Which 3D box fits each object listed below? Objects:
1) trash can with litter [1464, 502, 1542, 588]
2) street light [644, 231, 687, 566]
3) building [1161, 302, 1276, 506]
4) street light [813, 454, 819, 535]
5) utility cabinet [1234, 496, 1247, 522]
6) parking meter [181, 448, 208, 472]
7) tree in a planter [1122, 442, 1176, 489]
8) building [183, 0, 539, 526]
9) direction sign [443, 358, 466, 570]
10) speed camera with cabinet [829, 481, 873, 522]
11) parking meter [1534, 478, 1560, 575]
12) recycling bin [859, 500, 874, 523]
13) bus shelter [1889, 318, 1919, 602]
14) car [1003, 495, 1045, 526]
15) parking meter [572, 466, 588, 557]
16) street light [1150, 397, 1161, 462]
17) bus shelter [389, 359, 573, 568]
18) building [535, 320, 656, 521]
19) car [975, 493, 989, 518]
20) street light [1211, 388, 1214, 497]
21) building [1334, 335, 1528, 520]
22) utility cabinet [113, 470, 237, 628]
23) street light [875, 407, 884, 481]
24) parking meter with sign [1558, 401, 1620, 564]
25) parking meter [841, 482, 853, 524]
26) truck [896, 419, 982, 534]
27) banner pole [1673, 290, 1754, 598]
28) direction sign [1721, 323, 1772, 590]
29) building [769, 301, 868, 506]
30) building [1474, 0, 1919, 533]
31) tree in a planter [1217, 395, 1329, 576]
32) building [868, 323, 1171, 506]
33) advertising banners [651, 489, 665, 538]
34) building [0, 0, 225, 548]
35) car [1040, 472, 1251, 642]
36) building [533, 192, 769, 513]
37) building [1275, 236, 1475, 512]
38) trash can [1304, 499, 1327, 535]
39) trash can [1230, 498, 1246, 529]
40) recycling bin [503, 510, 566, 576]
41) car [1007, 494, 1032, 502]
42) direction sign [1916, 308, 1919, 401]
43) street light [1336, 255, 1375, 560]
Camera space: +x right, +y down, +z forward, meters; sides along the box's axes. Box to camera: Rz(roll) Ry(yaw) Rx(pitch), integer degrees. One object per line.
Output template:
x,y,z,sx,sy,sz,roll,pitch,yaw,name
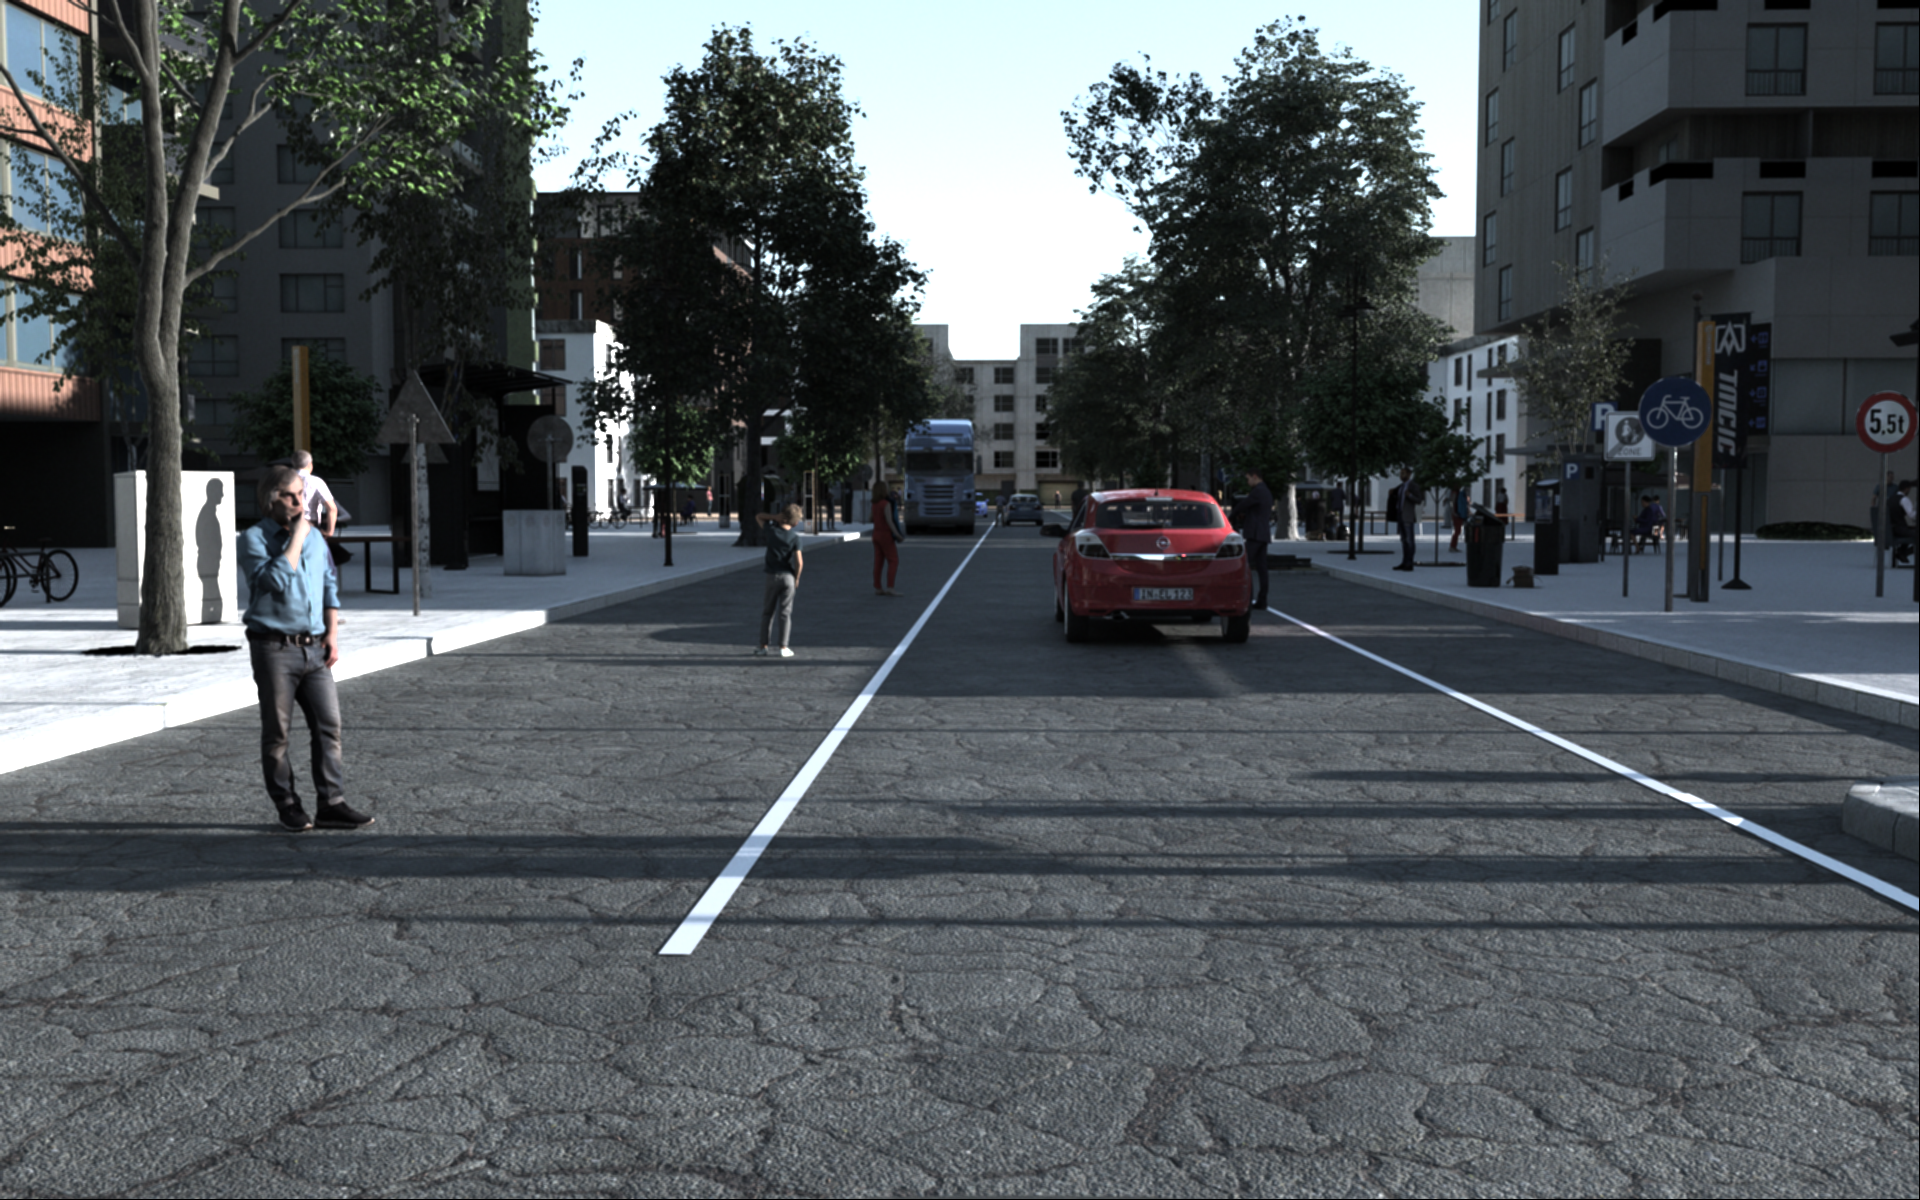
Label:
7.504,-0.768,23.945,1.055,1.170,0.624,1,4,17,trash can with litter
-5.207,-3.546,30.763,0.468,5.910,1.993,0,4,2,street light
39.585,-21.301,192.252,32.646,21.610,27.936,0,4,2,building
-4.522,-4.981,54.227,0.468,5.910,1.993,0,4,2,street light
12.065,-3.808,73.422,1.020,1.237,0.306,-3,5,-39,utility cabinet
-9.591,-0.975,21.653,0.399,1.863,0.255,-3,4,-37,parking meter
6.404,-3.762,58.729,1.991,3.239,1.994,0,4,2,tree in a planter
-27.202,-23.922,74.716,14.154,41.232,14.086,0,4,2,building
-8.568,-2.279,29.266,0.379,3.537,0.876,0,4,-5,direction sign
-5.078,-5.280,80.665,2.038,3.252,0.660,0,4,-7,speed camera with cabinet
9.337,-1.171,27.551,0.372,1.533,0.369,0,3,0,parking meter
-3.974,-3.908,76.444,0.722,1.027,0.722,3,4,36,recycling bin
10.228,-1.267,14.634,2.014,3.302,5.546,0,4,2,bus shelter
2.916,-4.139,79.678,2.014,1.417,4.499,0,4,0,car
-7.829,-1.833,35.685,0.255,1.863,0.399,-2,4,-24,parking meter
9.120,-6.622,81.060,0.468,5.910,1.993,0,4,2,street light
-9.019,-2.563,33.186,1.731,3.624,6.357,0,4,2,bus shelter
-21.572,-9.515,97.715,9.099,9.664,28.070,0,4,2,building
0.842,-5.947,106.822,1.945,1.707,3.694,0,4,0,car
8.331,-5.162,57.194,0.468,5.910,1.993,0,4,2,street light
28.191,-9.538,98.086,9.099,9.664,28.070,0,4,2,building
-7.610,-0.498,16.820,0.318,1.500,1.173,1,4,23,utility cabinet
-3.721,-6.445,78.169,0.468,5.910,1.993,0,4,2,street light
11.563,-2.204,32.302,1.738,3.016,0.543,-3,4,-39,parking meter with sign
-4.874,-4.267,75.484,0.399,1.863,0.255,0,4,3,parking meter
-0.672,-4.804,68.310,2.967,4.110,18.799,0,4,0,truck
9.243,-1.910,21.251,0.863,3.779,0.401,3,5,39,banner pole
10.514,-1.917,23.347,0.379,3.537,0.876,-2,4,-24,direction sign
-25.804,-21.410,194.025,32.646,21.610,27.936,0,4,2,building
36.818,-29.160,66.009,28.713,52.752,27.495,0,4,2,building
5.528,-2.086,31.331,1.991,3.239,1.994,0,4,2,tree in a planter
6.447,-19.673,188.105,31.486,18.905,16.747,0,4,2,building
-8.790,-3.355,51.046,0.090,3.025,2.074,0,4,5,advertising banners
-30.028,-23.330,36.073,22.147,44.769,28.867,0,4,2,building
1.932,-0.562,18.221,2.155,1.783,4.494,0,4,1,car
-33.026,-17.590,131.564,32.646,21.610,27.936,0,4,2,building
34.011,-15.957,127.355,16.747,18.905,31.486,0,4,2,building
11.032,-2.576,53.772,0.748,1.137,0.748,0,3,0,trash can
10.284,-3.186,63.752,0.748,1.137,0.748,0,3,0,trash can
-6.729,-0.908,27.397,0.722,1.027,0.722,1,4,22,recycling bin
3.966,-6.043,109.030,2.015,1.641,3.980,0,4,1,car
8.407,-1.366,14.338,0.876,3.537,0.379,2,4,35,direction sign
7.672,-3.727,33.730,0.468,5.910,1.993,0,4,2,street light
